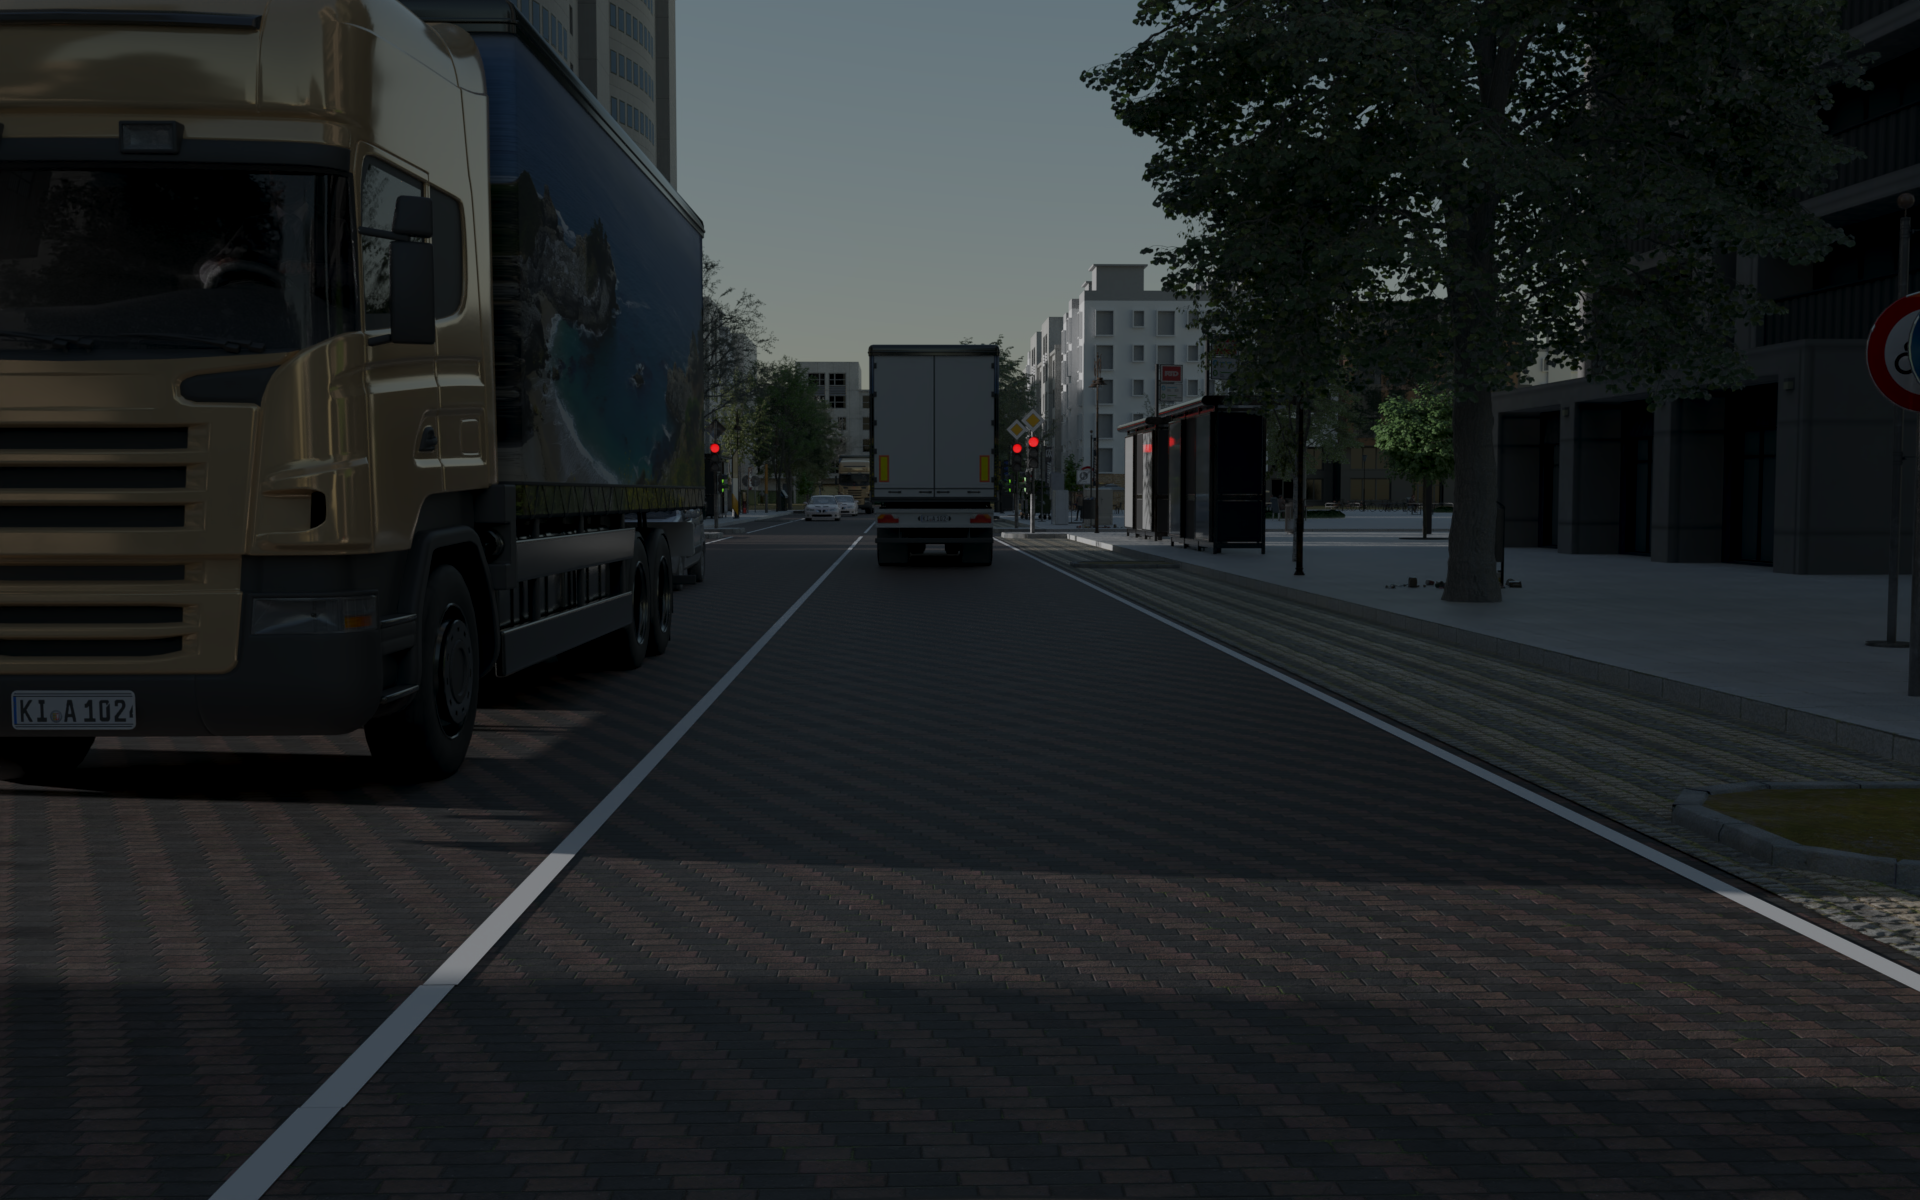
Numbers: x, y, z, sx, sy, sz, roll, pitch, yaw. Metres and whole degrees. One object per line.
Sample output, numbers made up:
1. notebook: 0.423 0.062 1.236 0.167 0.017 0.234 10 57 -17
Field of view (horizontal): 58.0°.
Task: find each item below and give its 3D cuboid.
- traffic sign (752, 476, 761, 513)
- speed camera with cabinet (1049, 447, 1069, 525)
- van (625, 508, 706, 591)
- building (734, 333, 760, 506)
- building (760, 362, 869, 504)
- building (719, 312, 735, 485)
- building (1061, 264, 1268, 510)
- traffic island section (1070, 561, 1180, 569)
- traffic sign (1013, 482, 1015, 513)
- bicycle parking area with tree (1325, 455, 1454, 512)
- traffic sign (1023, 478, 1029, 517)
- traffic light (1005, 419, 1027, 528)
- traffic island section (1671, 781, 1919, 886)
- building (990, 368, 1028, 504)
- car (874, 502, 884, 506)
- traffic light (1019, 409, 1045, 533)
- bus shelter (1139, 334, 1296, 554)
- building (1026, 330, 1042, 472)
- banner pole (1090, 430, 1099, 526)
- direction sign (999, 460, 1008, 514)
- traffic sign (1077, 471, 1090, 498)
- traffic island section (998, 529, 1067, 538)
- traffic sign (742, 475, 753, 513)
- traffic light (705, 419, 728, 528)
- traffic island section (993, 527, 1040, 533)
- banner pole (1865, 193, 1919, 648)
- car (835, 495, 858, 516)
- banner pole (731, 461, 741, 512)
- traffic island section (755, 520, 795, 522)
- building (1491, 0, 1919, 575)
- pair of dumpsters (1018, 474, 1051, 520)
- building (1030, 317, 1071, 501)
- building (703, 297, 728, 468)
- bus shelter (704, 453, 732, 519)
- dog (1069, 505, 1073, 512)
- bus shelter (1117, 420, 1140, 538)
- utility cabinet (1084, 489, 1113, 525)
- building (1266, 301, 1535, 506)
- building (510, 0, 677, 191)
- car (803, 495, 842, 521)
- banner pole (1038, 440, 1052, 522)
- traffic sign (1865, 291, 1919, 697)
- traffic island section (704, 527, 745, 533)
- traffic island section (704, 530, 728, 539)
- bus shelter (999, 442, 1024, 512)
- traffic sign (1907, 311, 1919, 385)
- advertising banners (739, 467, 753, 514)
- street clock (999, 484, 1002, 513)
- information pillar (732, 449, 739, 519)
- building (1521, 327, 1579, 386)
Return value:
1. traffic sign: -14.213 -7.340 120.120 0.768 2.556 0.104 0 3 0
2. speed camera with cabinet: 4.160 -4.794 72.719 0.660 3.252 2.038 0 4 -4
3. van: -4.976 -1.218 26.926 2.013 2.044 4.112 0 4 -2
4. building: -39.707 -20.302 198.392 31.486 18.905 16.747 0 4 -2
5. building: -22.218 -22.809 239.389 31.486 18.905 16.747 0 4 -2
6. building: -30.982 -19.564 176.294 16.016 20.091 11.380 0 4 -2
7. building: 17.317 -17.852 148.296 16.016 20.091 11.380 0 4 -2
8. traffic island section: 3.186 -0.686 34.075 1.991 0.108 1.994 0 4 -2
9. traffic sign: 3.593 -7.022 116.940 0.606 2.300 0.079 0 4 3
10. bicycle parking area with tree: 31.862 -8.675 128.840 8.231 4.147 9.016 -1 4 -19
11. traffic sign: 3.915 -6.048 98.882 0.884 2.594 0.081 0 4 -1
12. traffic light: 2.104 -4.646 64.880 0.839 4.253 0.868 0 4 -2
13. traffic island section: 4.087 0.961 7.147 1.991 0.108 1.994 0 4 -2
14. building: 9.252 -22.871 240.397 31.486 18.905 16.747 0 4 -2
15. car: -9.675 -11.649 202.261 2.131 1.459 4.920 0 4 -4
16. traffic light: 2.373 -4.158 56.899 0.839 4.253 0.868 0 4 -2
17. bus shelter: 6.022 -3.875 40.982 2.179 5.291 8.768 0 4 -2
18. building: 15.857 -21.188 202.844 16.016 20.091 11.380 0 4 -2
19. banner pole: 5.216 -4.736 67.445 0.401 3.779 0.863 -1 4 -22
20. direction sign: 2.776 -7.452 113.830 0.876 3.537 0.379 -2 4 -24
21. traffic sign: 5.277 -4.393 73.954 0.606 2.300 0.079 0 3 0
22. traffic island section: 2.414 -2.124 57.014 2.009 0.180 2.903 0 4 -2
23. traffic sign: -14.292 -7.120 116.515 0.768 2.556 0.104 0 4 1
24. traffic light: -9.070 -4.622 64.488 0.839 4.253 0.868 0 4 -2
25. traffic island section: 2.144 -2.612 64.995 2.009 0.180 2.903 0 4 -2
26. banner pole: 8.086 -1.494 14.442 0.863 3.779 0.401 1 4 18
27. car: -7.606 -6.112 112.296 2.083 1.381 4.827 0 4 -1
28. banner pole: -15.343 -7.900 119.182 0.863 3.779 0.401 -2 4 -28
29. traffic island section: -9.658 -4.132 90.426 1.991 0.108 1.994 0 4 -2
30. building: 23.355 -36.205 30.197 20.563 71.187 20.611 0 4 -2
31. pair of dumpsters: 3.821 -5.191 87.369 1.574 2.255 4.437 0 4 -2
32. building: 16.910 -19.269 181.512 16.747 18.905 31.486 0 4 -2
33. building: -30.803 -17.644 154.933 16.747 18.905 31.486 0 4 -2
34. bus shelter: -13.451 -6.905 90.523 2.179 5.291 8.768 0 4 -2
35. dog: 7.951 -6.565 124.170 0.540 0.507 0.406 3 5 40
36. bus shelter: 5.922 -4.498 51.178 2.179 5.291 8.768 0 4 -2
37. utility cabinet: 5.603 -3.759 70.130 1.173 1.500 0.318 -1 4 -23
38. building: 43.941 -21.597 197.078 32.646 21.610 27.936 0 4 -2
39. building: -31.992 -35.352 120.003 21.231 58.520 28.212 0 4 -2
40. car: -7.394 -4.962 93.483 2.083 1.381 4.827 0 4 -3
41. banner pole: 4.008 -5.526 80.367 0.863 3.779 0.401 -2 4 -25
42. traffic sign: 6.067 -0.662 10.924 0.768 2.556 0.104 0 4 6
43. traffic island section: -9.111 -2.590 64.622 2.009 0.180 2.903 0 4 -2
44. traffic island section: -8.842 -2.102 56.641 2.009 0.180 2.903 0 4 -2
45. bus shelter: 3.537 -9.183 127.777 2.179 5.291 8.768 0 4 -2
46. traffic sign: 6.097 -0.637 10.519 0.768 2.556 0.104 0 4 2
47. advertising banners: -14.021 -7.109 112.418 0.090 3.025 2.074 2 4 27
48. street clock: 2.792 -7.094 120.561 0.358 2.002 0.471 -1 4 -18
49. information pillar: -11.711 -6.042 90.133 0.183 3.616 0.504 2 4 24
50. building: 66.230 -21.118 201.702 11.380 20.091 16.016 0 4 -2
